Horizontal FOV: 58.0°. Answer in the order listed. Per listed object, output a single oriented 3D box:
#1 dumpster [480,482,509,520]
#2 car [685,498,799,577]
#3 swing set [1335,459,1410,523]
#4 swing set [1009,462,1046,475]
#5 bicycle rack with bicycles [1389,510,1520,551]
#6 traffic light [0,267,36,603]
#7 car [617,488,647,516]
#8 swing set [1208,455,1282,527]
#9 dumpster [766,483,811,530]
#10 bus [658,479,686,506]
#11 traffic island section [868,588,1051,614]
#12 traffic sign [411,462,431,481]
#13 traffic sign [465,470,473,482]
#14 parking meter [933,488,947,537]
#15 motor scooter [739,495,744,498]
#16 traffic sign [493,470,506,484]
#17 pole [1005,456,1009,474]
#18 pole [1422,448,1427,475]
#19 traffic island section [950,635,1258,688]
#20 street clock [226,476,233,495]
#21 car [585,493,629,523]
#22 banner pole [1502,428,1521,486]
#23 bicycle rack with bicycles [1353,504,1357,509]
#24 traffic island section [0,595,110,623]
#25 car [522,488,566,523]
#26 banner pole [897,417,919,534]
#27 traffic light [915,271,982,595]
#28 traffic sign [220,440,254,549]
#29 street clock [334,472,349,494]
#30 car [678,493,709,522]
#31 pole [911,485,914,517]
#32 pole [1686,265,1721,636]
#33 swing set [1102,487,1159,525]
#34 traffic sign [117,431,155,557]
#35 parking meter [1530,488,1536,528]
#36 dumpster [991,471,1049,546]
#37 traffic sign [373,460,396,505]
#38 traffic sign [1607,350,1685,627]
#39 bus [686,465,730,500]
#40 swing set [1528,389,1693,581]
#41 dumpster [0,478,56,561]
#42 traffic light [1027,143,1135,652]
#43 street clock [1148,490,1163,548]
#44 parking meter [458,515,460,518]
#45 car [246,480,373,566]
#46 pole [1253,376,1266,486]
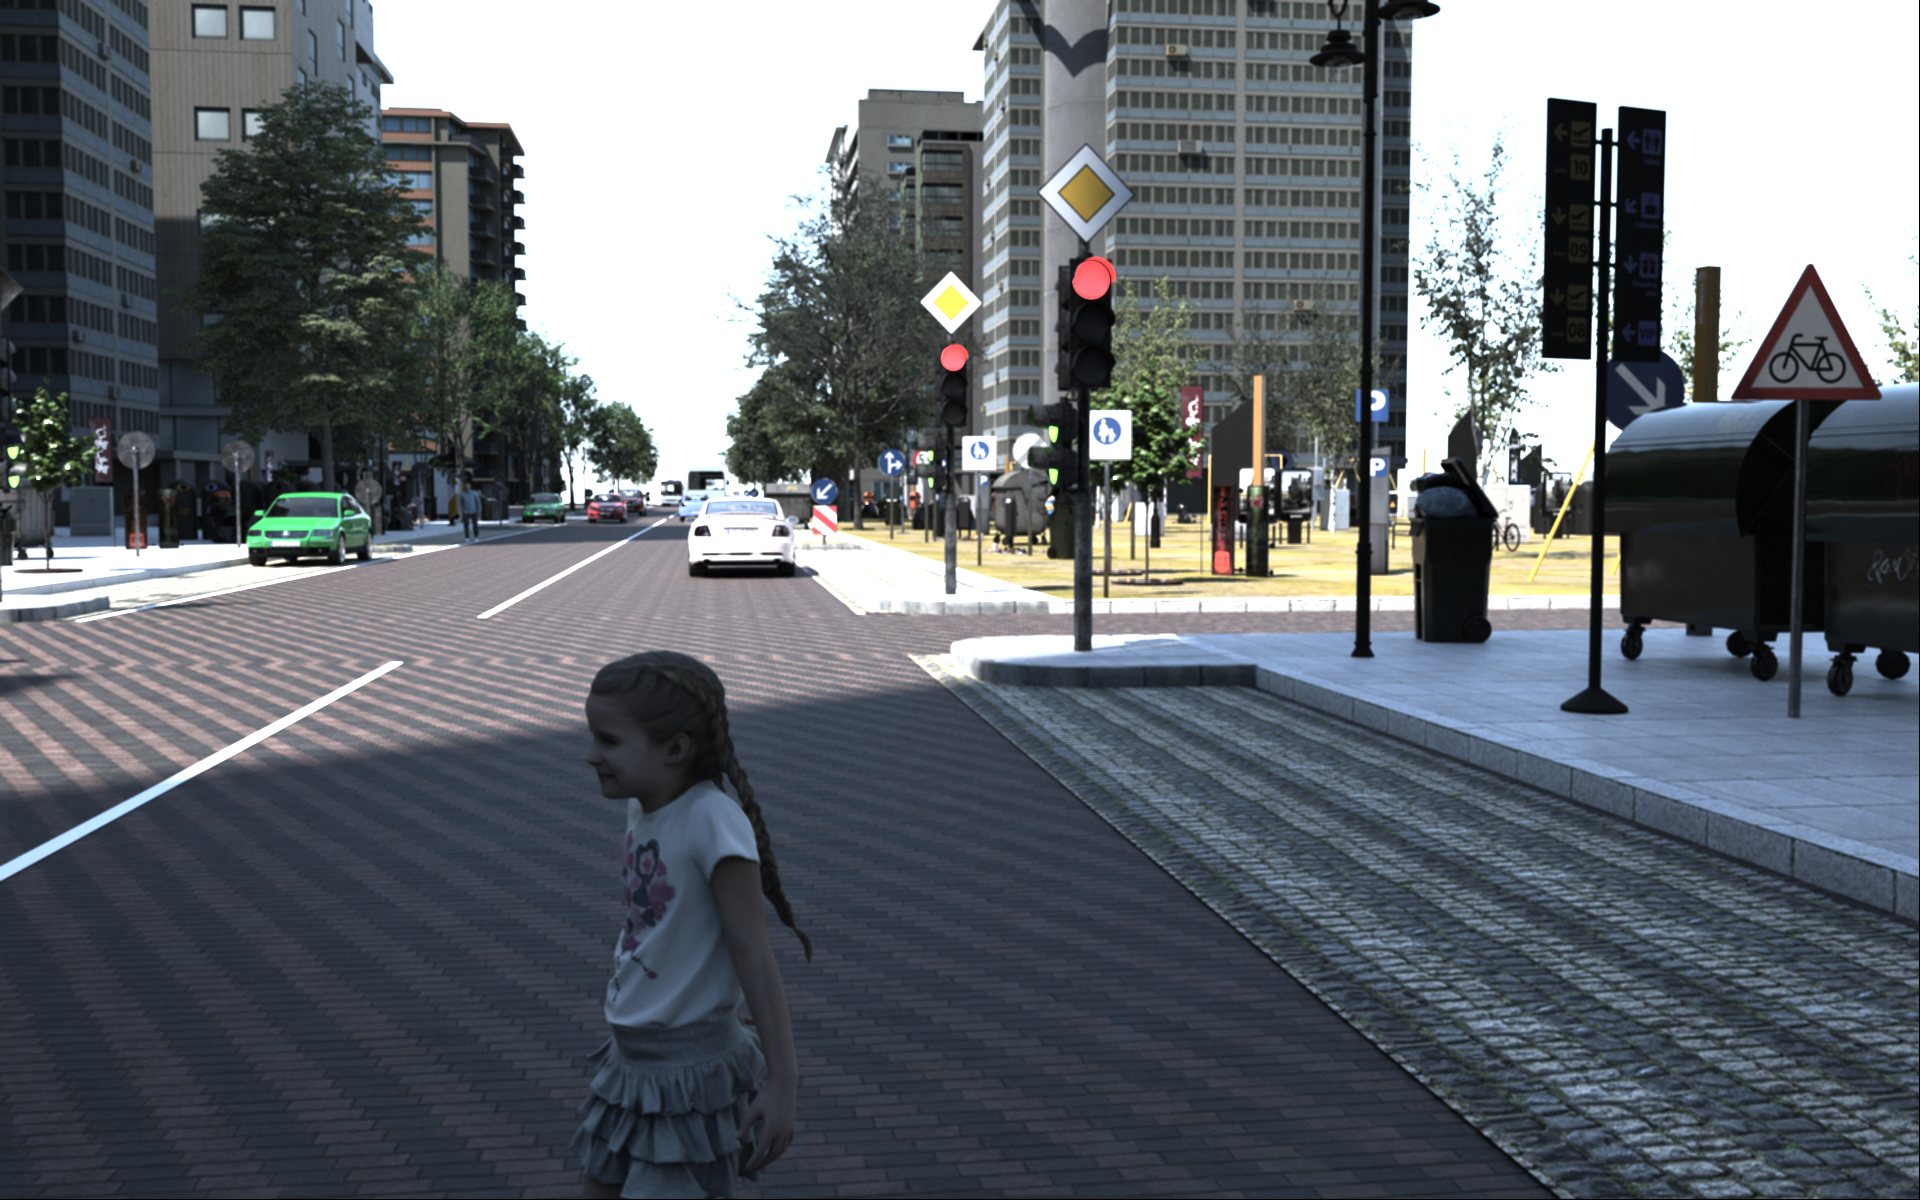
[{"bbox_3d":[-23.001,-4.878,85.517,1.264,1.857,1.865,0,4,-8],"label":"dumpster"},{"bbox_3d":[-3.970,-1.174,31.556,2.083,1.381,4.827,0,4,-7],"label":"car"},{"bbox_3d":[17.944,-4.825,76.508,2.862,2.851,3.119,-1,4,-16],"label":"swing set"},{"bbox_3d":[3.761,-5.368,85.389,3.119,2.851,2.862,-1,4,-8],"label":"swing set"},{"bbox_3d":[11.188,-1.612,39.741,2.852,0.926,2.925,0,4,-5],"label":"bicycle rack with bicycles"},{"bbox_3d":[-11.384,-1.923,20.356,0.839,4.253,0.868,0,4,-8],"label":"traffic light"},{"bbox_3d":[-21.553,-6.378,112.956,2.281,1.827,5.304,0,4,-7],"label":"car"},{"bbox_3d":[11.297,-4.389,69.373,3.119,2.851,2.862,1,4,9],"label":"swing set"},{"bbox_3d":[-6.847,-3.715,68.956,1.865,1.857,1.264,0,4,-7],"label":"dumpster"},{"bbox_3d":[-34.008,-12.904,205.842,2.948,3.499,13.247,0,4,-6],"label":"bus"},{"bbox_3d":[-0.097,0.012,22.087,2.009,0.180,2.903,0,4,-8],"label":"traffic island section"},{"bbox_3d":[-21.411,-4.202,68.800,0.768,2.556,0.104,0,4,-7],"label":"traffic sign"},{"bbox_3d":[-26.501,-5.672,92.843,0.768,2.556,0.104,0,4,-1],"label":"traffic sign"},{"bbox_3d":[-0.625,-2.627,51.366,0.372,1.533,0.369,0,3,0],"label":"parking meter"},{"bbox_3d":[-27.422,-12.499,217.132,0.815,1.314,1.986,-1,4,-10],"label":"motor scooter"},{"bbox_3d":[-24.980,-5.754,94.089,0.884,2.594,0.081,0,4,-6],"label":"traffic sign"},{"bbox_3d":[2.499,-6.015,92.183,0.158,3.312,0.155,0,3,0],"label":"pole"},{"bbox_3d":[20.676,-5.096,77.159,0.158,3.312,0.155,0,3,0],"label":"pole"},{"bbox_3d":[1.029,0.495,14.181,2.009,0.180,2.903,0,4,-8],"label":"traffic island section"},{"bbox_3d":[-29.436,-3.990,69.808,0.358,2.002,0.471,-2,4,-27],"label":"street clock"},{"bbox_3d":[-17.718,-4.773,87.080,2.155,1.783,4.494,-1,4,-9],"label":"car"},{"bbox_3d":[20.734,-4.606,65.326,0.863,3.779,0.401,1,4,14],"label":"banner pole"},{"bbox_3d":[16.837,-3.591,72.088,2.925,0.926,2.852,0,4,1],"label":"bicycle rack with bicycles"},{"bbox_3d":[-11.425,0.110,20.485,2.009,0.180,2.903,0,4,-8],"label":"traffic island section"},{"bbox_3d":[-20.486,-4.678,85.288,1.959,1.807,4.718,0,4,-8],"label":"car"},{"bbox_3d":[-1.681,-4.059,56.383,0.863,3.779,0.401,-3,5,-39],"label":"banner pole"},{"bbox_3d":[-0.138,-2.021,21.967,0.839,4.253,0.868,0,4,-8],"label":"traffic light"},{"bbox_3d":[-16.964,-2.482,40.679,0.768,2.556,0.104,0,4,-8],"label":"traffic sign"},{"bbox_3d":[-20.143,-3.170,56.393,0.358,2.002,0.471,2,4,28],"label":"street clock"},{"bbox_3d":[-13.972,-5.027,91.777,1.945,1.707,3.694,0,4,-8],"label":"car"},{"bbox_3d":[-2.664,-6.313,97.066,0.158,3.312,0.155,0,3,0],"label":"pole"},{"bbox_3d":[6.706,-1.331,15.612,0.158,3.312,0.155,0,3,0],"label":"pole"},{"bbox_3d":[6.712,-4.697,74.418,3.119,2.851,2.862,3,5,42],"label":"swing set"},{"bbox_3d":[-16.693,-2.140,35.090,0.768,2.556,0.104,0,4,-1],"label":"traffic sign"},{"bbox_3d":[21.793,-3.499,65.624,0.372,1.533,0.369,0,3,0],"label":"parking meter"},{"bbox_3d":[1.545,-2.327,43.810,1.264,1.857,1.865,0,4,-8],"label":"dumpster"},{"bbox_3d":[-22.092,-4.066,66.483,0.884,2.594,0.081,0,4,-6],"label":"traffic sign"},{"bbox_3d":[5.845,-0.909,14.962,0.768,2.556,0.104,0,4,-2],"label":"traffic sign"},{"bbox_3d":[-17.084,-7.488,117.281,2.948,3.499,13.247,0,4,-8],"label":"bus"},{"bbox_3d":[10.493,-1.712,25.618,2.862,2.851,3.119,3,5,44],"label":"swing set"},{"bbox_3d":[-18.654,-1.722,33.909,1.264,1.857,1.865,0,4,-8],"label":"dumpster"},{"bbox_3d":[0.988,-1.538,14.061,0.839,4.253,0.868,0,4,-8],"label":"traffic light"},{"bbox_3d":[4.643,-2.237,41.142,0.358,2.002,0.471,2,4,30],"label":"street clock"},{"bbox_3d":[-27.303,-5.223,93.812,0.372,1.533,0.369,0,3,0],"label":"parking meter"},{"bbox_3d":[-13.388,-1.652,35.808,1.959,1.807,4.718,0,4,-8],"label":"car"},{"bbox_3d":[5.172,-2.209,29.962,0.158,3.312,0.155,0,3,0],"label":"pole"}]
